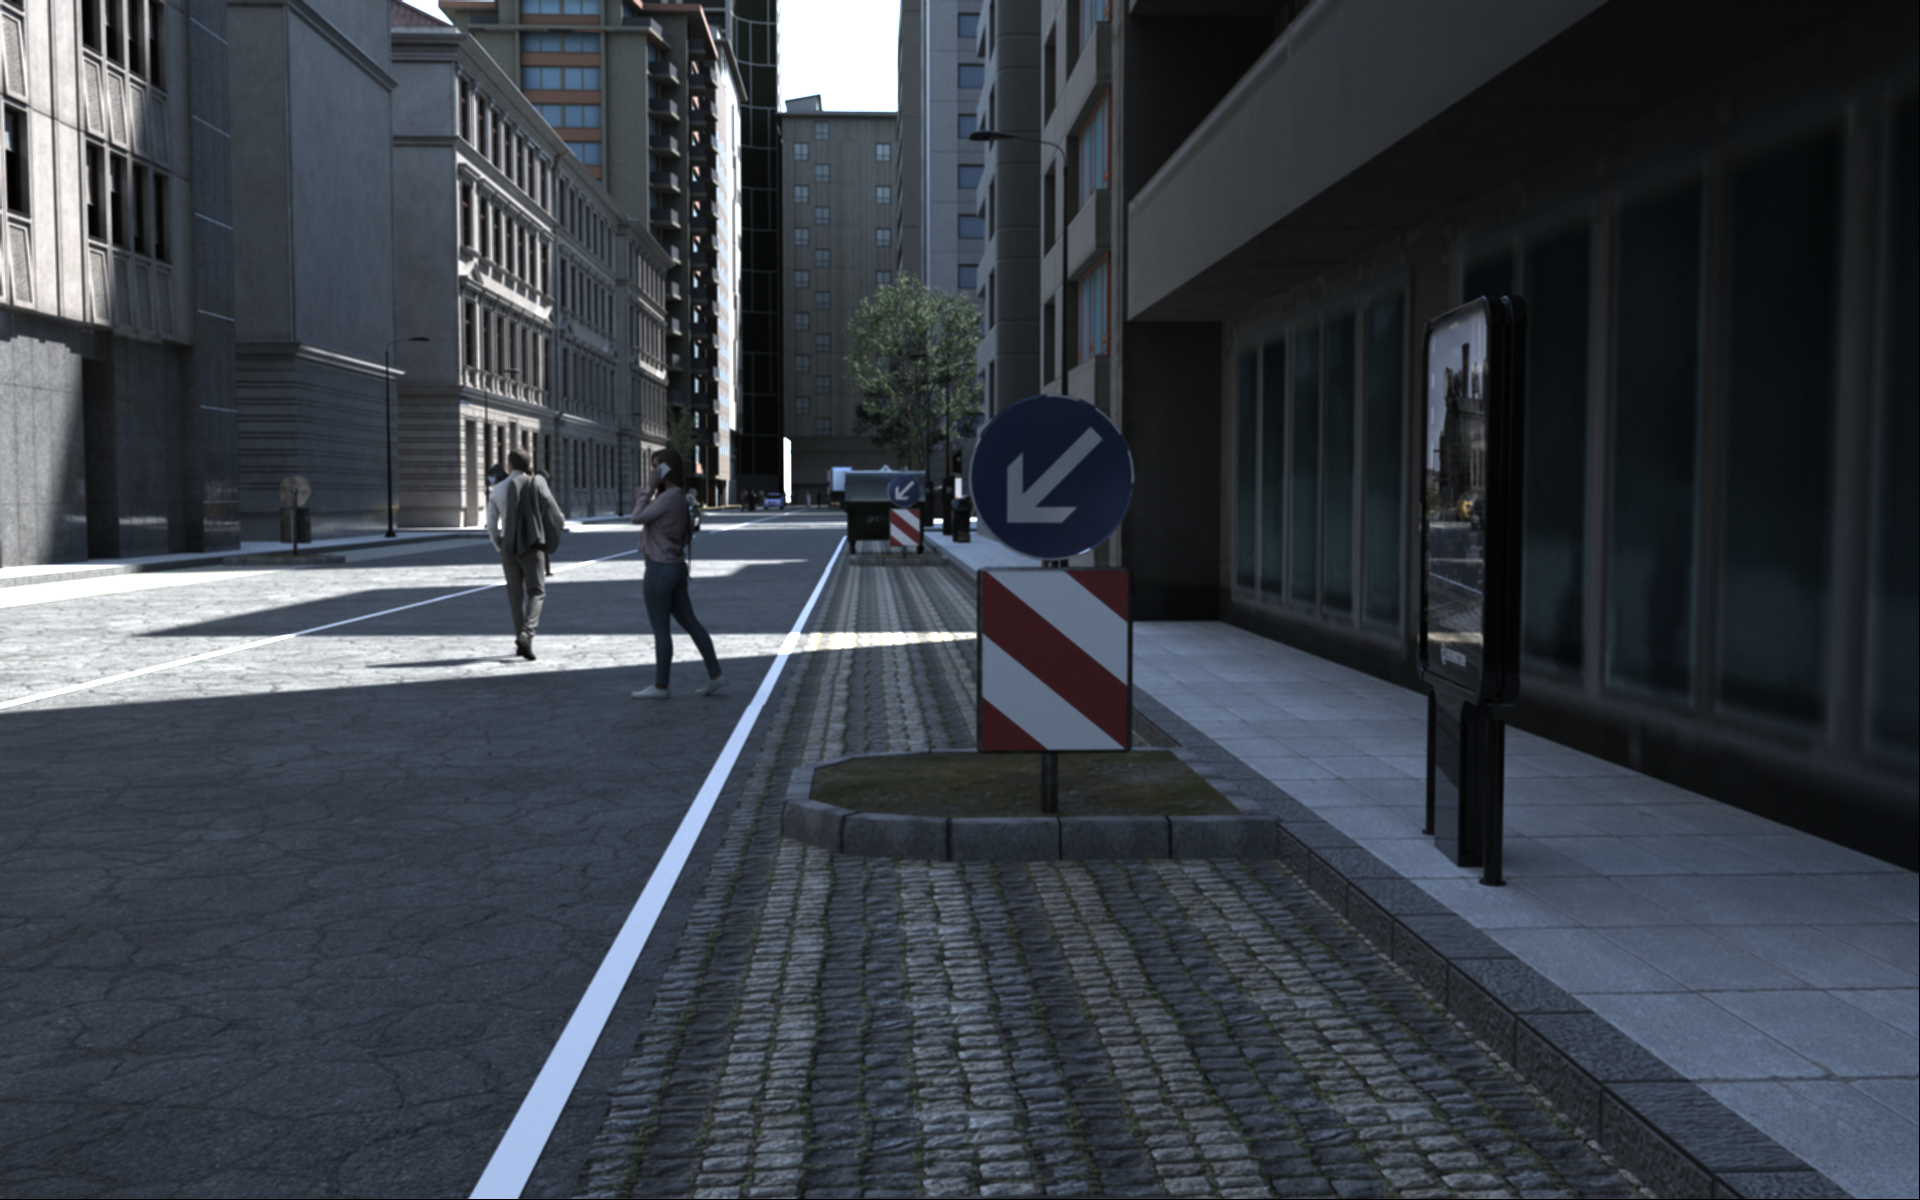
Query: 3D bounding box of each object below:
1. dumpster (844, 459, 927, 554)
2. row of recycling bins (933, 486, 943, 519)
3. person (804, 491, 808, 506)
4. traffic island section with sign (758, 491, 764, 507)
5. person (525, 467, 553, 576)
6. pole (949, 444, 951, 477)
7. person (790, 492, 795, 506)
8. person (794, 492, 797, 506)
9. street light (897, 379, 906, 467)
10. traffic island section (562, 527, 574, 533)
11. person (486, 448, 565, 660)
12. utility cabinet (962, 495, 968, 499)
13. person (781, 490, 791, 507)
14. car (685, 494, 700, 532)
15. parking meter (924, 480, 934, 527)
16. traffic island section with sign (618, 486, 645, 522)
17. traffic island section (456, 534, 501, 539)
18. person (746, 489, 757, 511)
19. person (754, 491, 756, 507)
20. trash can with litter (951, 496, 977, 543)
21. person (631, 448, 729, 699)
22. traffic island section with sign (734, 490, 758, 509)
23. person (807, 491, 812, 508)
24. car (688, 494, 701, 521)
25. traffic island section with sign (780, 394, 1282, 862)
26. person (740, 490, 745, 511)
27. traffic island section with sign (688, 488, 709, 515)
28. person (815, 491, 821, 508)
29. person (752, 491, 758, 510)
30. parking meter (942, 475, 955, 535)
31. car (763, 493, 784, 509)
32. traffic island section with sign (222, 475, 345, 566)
[{"bbox_3d":[-1.771,-2.226,41.347,1.985,2.255,1.502,0,4,-2],"label":"dumpster"},{"bbox_3d":[-0.962,-5.139,91.133,1.069,1.692,3.534,-2,4,-26],"label":"row of recycling bins"},{"bbox_3d":[-18.197,-12.047,205.550,0.705,1.814,1.350,-2,4,-25],"label":"person"},{"bbox_3d":[-22.137,-11.315,193.621,1.989,1.847,2.006,0,4,-3],"label":"traffic island section with sign"},{"bbox_3d":[-7.441,-1.364,30.172,0.648,1.900,0.474,-1,4,-11],"label":"person"},{"bbox_3d":[-0.471,-4.667,70.141,0.158,3.312,0.155,0,3,0],"label":"pole"},{"bbox_3d":[-19.449,-11.707,200.822,0.541,1.710,0.530,0,4,1],"label":"person"},{"bbox_3d":[-20.679,-12.663,217.011,0.415,1.643,0.593,-1,4,-8],"label":"person"},{"bbox_3d":[-1.818,-5.955,69.903,1.470,5.913,1.316,0,4,-3],"label":"street light"},{"bbox_3d":[-15.635,-2.604,64.856,2.009,0.180,2.903,0,4,-3],"label":"traffic island section"},{"bbox_3d":[-3.790,-0.400,15.136,0.679,1.850,0.850,0,4,-4],"label":"person"},{"bbox_3d":[-0.008,-5.504,101.147,1.020,1.237,0.306,-1,4,-19],"label":"utility cabinet"},{"bbox_3d":[-18.678,-10.781,184.749,1.348,1.826,0.705,-2,4,-26],"label":"person"},{"bbox_3d":[-10.992,-3.340,66.412,2.131,1.459,4.920,0,4,-4],"label":"car"},{"bbox_3d":[-1.229,-3.792,67.711,0.399,1.863,0.255,1,4,21],"label":"parking meter"},{"bbox_3d":[-16.640,-4.976,89.980,1.989,1.847,2.006,0,4,-3],"label":"traffic island section with sign"},{"bbox_3d":[-15.212,-2.116,56.882,2.009,0.180,2.903,0,4,-3],"label":"traffic island section"},{"bbox_3d":[-17.525,-8.360,145.212,1.348,1.821,0.705,3,4,38],"label":"person"},{"bbox_3d":[-20.802,-10.185,175.735,0.721,1.736,1.217,-2,4,-27],"label":"person"},{"bbox_3d":[0.113,-2.125,46.132,0.624,1.170,1.055,-1,4,-10],"label":"trash can with litter"},{"bbox_3d":[-1.978,-0.189,12.183,0.643,1.750,0.593,0,4,7],"label":"person"},{"bbox_3d":[-20.702,-9.655,166.490,1.989,1.847,2.006,0,4,-3],"label":"traffic island section with sign"},{"bbox_3d":[-15.103,-10.061,173.663,0.551,1.740,0.621,0,4,7],"label":"person"},{"bbox_3d":[-13.366,-4.429,82.634,2.015,1.641,3.980,0,4,-3],"label":"car"},{"bbox_3d":[0.221,0.059,7.661,1.989,1.847,2.006,0,4,-3],"label":"traffic island section with sign"},{"bbox_3d":[-18.012,-8.169,142.781,0.721,1.743,1.217,0,4,-6],"label":"person"},{"bbox_3d":[-18.101,-6.656,117.445,1.989,1.847,2.006,0,4,-3],"label":"traffic island section with sign"},{"bbox_3d":[-14.485,-10.267,176.881,0.721,1.766,1.217,2,4,28],"label":"person"},{"bbox_3d":[-18.009,-8.679,151.127,0.721,1.736,1.217,2,4,30],"label":"person"},{"bbox_3d":[-0.365,-2.957,54.051,0.399,1.863,0.255,-1,4,-8],"label":"parking meter"},{"bbox_3d":[-17.726,-9.504,164.983,1.945,1.707,3.694,0,4,-1],"label":"car"},{"bbox_3d":[-13.752,-1.641,35.458,1.989,1.847,2.006,0,4,-3],"label":"traffic island section with sign"}]
